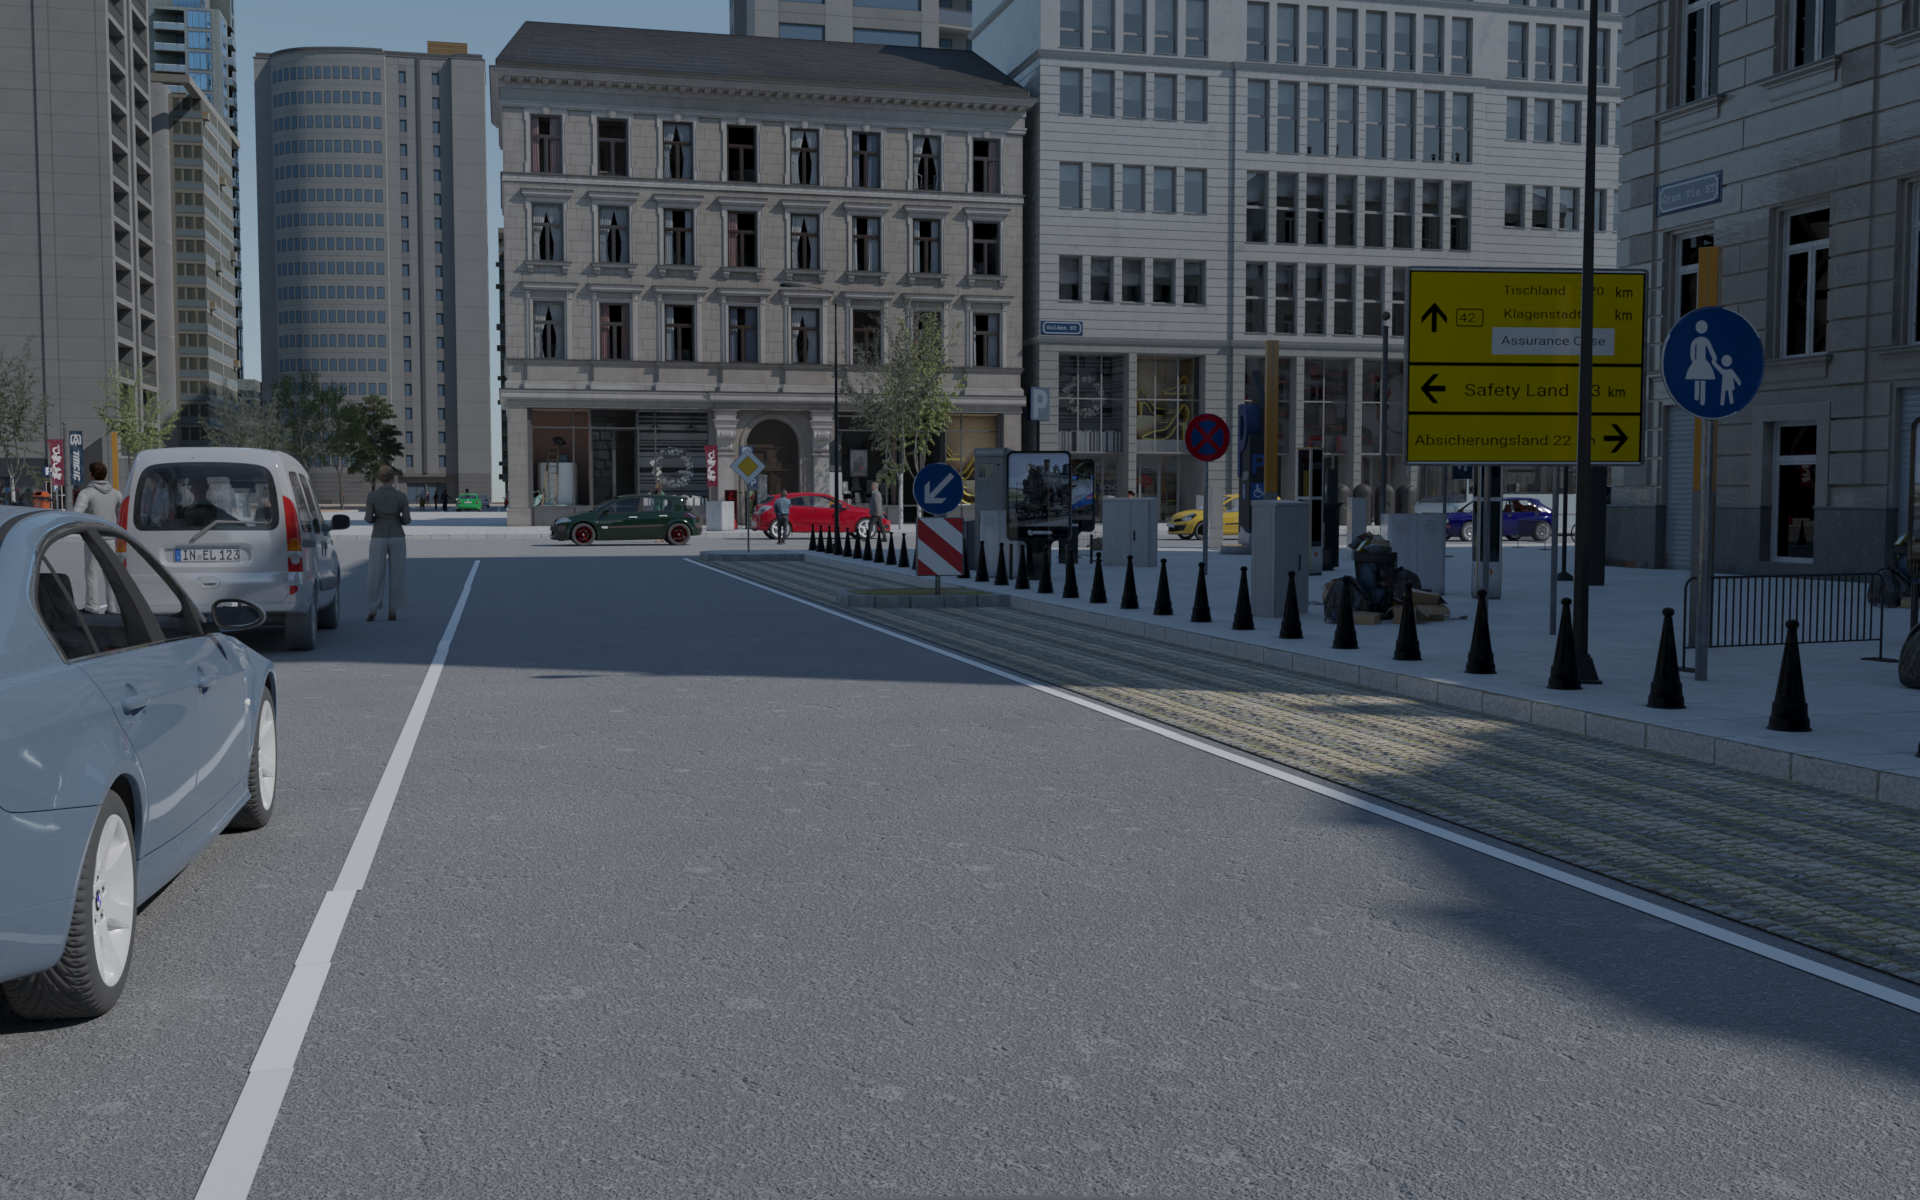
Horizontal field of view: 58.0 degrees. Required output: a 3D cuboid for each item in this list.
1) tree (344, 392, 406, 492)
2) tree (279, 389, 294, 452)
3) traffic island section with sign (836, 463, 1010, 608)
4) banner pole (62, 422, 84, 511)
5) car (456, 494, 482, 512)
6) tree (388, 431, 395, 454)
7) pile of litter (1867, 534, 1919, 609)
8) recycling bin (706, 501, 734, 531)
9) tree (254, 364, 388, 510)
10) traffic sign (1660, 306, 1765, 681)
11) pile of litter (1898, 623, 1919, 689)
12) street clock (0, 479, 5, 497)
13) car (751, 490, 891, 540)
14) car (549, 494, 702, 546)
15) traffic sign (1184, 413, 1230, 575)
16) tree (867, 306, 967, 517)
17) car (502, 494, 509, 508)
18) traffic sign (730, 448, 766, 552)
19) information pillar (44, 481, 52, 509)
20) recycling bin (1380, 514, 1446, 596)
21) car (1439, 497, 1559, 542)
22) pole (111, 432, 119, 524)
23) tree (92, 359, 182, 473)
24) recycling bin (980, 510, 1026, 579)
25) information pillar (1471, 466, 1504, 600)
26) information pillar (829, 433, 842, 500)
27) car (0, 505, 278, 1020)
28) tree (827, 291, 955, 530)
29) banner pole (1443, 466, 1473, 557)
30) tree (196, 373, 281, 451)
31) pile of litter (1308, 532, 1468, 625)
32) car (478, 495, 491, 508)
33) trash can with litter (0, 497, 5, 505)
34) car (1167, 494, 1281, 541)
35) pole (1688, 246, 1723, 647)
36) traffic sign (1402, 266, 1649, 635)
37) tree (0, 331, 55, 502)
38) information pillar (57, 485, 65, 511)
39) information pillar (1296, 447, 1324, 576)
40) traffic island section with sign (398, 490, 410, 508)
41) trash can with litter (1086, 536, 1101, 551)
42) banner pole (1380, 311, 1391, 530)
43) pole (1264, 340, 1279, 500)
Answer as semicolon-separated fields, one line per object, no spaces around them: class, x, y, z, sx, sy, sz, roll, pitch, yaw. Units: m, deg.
tree;-62.435;-16.033;184.193;6.751;12.117;7.091;0;3;0
tree;-45.181;-9.921;112.578;4.360;8.622;3.978;0;3;0
traffic island section with sign;-0.563;-0.852;22.556;1.989;1.847;2.006;-1;4;-15
banner pole;-30.793;-4.286;60.088;0.401;3.779;0.863;3;4;36
car;-37.317;-7.511;131.596;1.959;1.807;4.718;-1;4;-14
tree;-49.789;-12.526;139.218;8.767;10.594;7.601;-2;4;-27
pile of litter;11.185;-0.359;19.839;1.719;0.858;1.176;-1;4;-10
recycling bin;-8.319;-2.904;60.042;0.722;1.027;0.722;2;4;29
tree;-46.253;-11.548;123.217;8.767;10.594;7.601;0;4;-7
traffic sign;5.100;-0.718;11.843;0.768;2.556;0.104;-1;4;-9
pile of litter;6.925;0.155;11.426;1.719;0.858;1.176;-2;4;-24
street clock;-47.023;-4.912;84.876;0.471;2.002;0.358;2;4;30
car;-4.422;-2.831;55.334;4.494;1.783;2.155;-1;4;-14
car;-9.336;-2.364;48.438;4.222;1.686;2.009;-1;4;-15
traffic sign;3.885;-1.668;27.374;0.768;2.556;0.104;-1;4;-12
tree;-1.658;-7.228;68.547;4.737;8.622;4.395;0;3;0
car;-47.176;-10.623;182.731;2.155;1.783;4.494;-1;4;-14
traffic sign;-4.654;-2.102;38.017;0.795;2.450;0.064;-1;4;-15
information pillar;-51.882;-5.753;98.548;0.304;2.012;0.304;3;5;44
recycling bin;5.798;-0.590;22.201;0.722;1.027;0.722;0;4;5
car;16.232;-2.475;53.045;3.894;1.354;1.945;-1;4;-15
pole;-27.893;-3.876;57.217;0.158;3.312;0.155;0;3;0
tree;-45.402;-8.865;95.310;4.737;8.622;4.395;0;3;0
recycling bin;0.783;-0.862;26.652;0.722;1.027;0.722;2;4;30
information pillar;6.441;-1.019;21.149;0.304;2.012;0.304;0;4;4
information pillar;-4.731;-4.569;66.059;0.504;3.616;0.183;-1;4;-10
car;-3.472;0.379;5.805;2.014;1.417;4.499;-1;4;-13
tree;-2.371;-6.846;62.294;4.360;8.622;3.978;0;3;0
banner pole;10.074;-2.764;35.207;0.863;3.779;0.401;-1;4;-14
tree;-44.051;-9.471;105.221;4.360;8.622;3.978;0;3;0
pile of litter;4.415;-0.218;17.531;1.719;0.858;1.176;-1;4;-15
car;-50.556;-10.412;182.591;2.083;1.381;4.827;-1;4;-15
trash can with litter;-55.812;-5.542;101.995;1.055;1.170;0.624;0;4;-3
car;8.483;-2.704;54.427;3.980;1.641;2.015;-1;4;-14
pole;6.206;-1.258;14.416;0.158;3.312;0.155;0;3;0
traffic sign;5.088;-1.332;15.655;2.265;3.308;0.079;0;4;-6
tree;-40.863;-7.590;74.466;4.360;8.622;3.978;0;3;0
information pillar;-49.166;-5.525;94.824;0.304;2.012;0.304;1;4;19
information pillar;5.506;-1.393;27.273;0.304;2.012;0.304;-3;4;-36
traffic island section with sign;-56.275;-10.106;173.863;1.989;1.847;2.006;-1;4;-15
trash can with litter;3.377;-1.705;39.267;1.055;1.170;0.624;2;4;26
banner pole;5.869;-2.081;24.037;0.401;3.779;0.863;1;4;10
pole;4.140;-1.787;23.067;0.158;3.312;0.155;0;3;0
